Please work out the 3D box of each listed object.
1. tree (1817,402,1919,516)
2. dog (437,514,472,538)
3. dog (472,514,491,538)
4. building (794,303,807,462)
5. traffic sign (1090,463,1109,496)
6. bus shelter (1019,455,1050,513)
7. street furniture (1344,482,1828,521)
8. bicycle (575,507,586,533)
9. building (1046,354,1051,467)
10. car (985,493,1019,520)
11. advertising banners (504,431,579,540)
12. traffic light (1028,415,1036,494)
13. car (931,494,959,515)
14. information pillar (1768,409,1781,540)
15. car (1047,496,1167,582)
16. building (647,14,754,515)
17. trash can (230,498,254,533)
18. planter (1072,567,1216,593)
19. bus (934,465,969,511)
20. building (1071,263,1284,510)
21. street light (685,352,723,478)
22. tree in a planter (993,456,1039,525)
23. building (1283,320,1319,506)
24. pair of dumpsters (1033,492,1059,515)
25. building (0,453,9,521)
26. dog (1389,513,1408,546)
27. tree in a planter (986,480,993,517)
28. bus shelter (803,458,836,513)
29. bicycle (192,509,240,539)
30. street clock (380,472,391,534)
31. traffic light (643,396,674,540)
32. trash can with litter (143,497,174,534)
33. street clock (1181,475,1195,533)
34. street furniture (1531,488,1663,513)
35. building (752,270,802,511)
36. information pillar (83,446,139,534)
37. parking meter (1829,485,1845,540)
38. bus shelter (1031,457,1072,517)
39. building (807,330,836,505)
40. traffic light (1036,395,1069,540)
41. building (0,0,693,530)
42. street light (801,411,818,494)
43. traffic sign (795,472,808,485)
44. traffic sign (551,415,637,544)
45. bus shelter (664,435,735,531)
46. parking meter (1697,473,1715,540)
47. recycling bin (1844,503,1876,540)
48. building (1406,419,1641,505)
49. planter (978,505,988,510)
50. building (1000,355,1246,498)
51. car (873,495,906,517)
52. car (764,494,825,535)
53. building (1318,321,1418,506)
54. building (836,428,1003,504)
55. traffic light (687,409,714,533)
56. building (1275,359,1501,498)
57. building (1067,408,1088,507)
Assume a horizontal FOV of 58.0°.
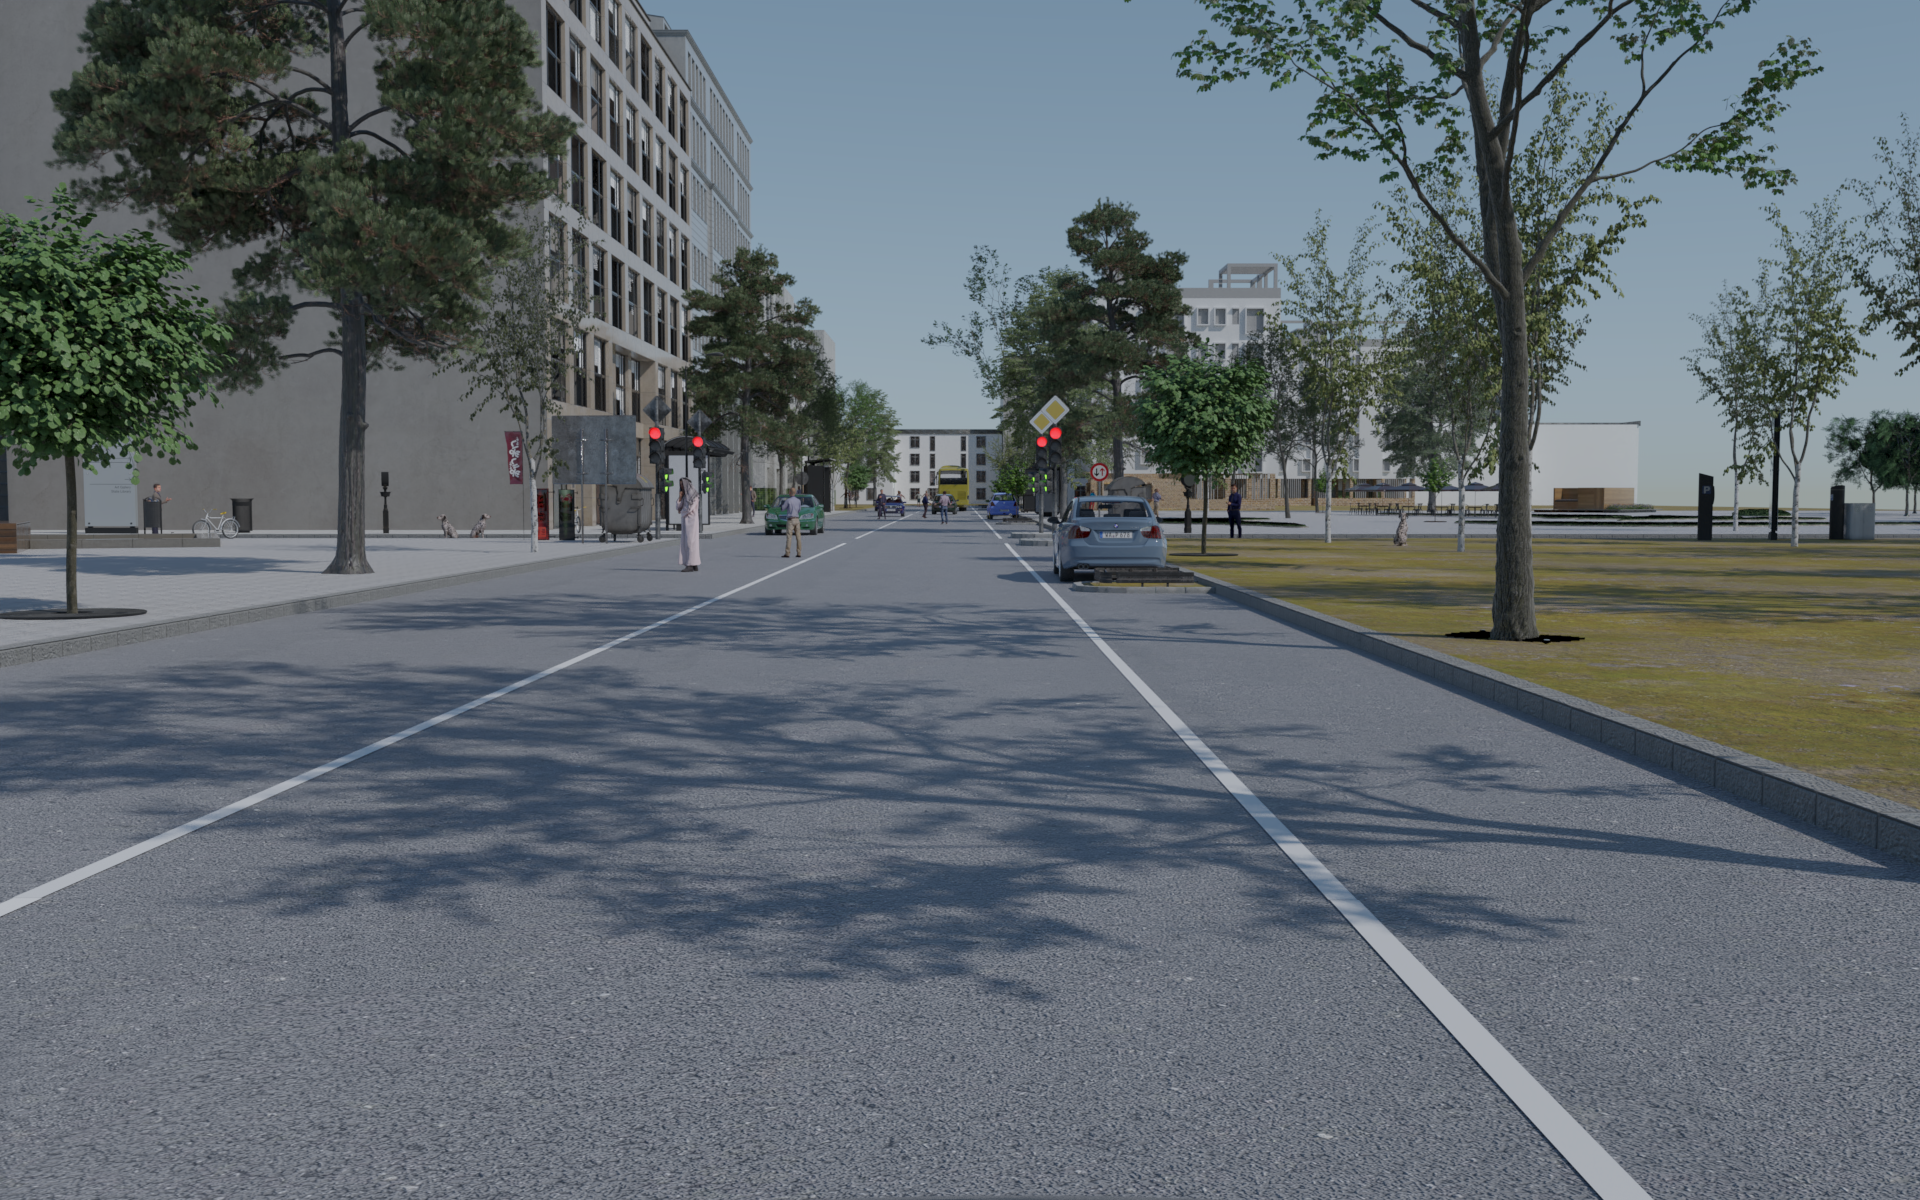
[{"bbox_3d":[58.803,-8.783,106.508,11.467,7.101,20.602,1,4,9],"label":"tree"},{"bbox_3d":[-15.322,-2.171,52.329,0.800,0.831,0.513,0,4,7],"label":"dog"},{"bbox_3d":[-15.184,-2.297,54.388,0.800,0.831,0.513,2,4,35],"label":"dog"},{"bbox_3d":[-22.886,-19.137,169.308,16.016,20.091,11.380,0,3,0],"label":"building"},{"bbox_3d":[5.648,-4.288,70.207,0.768,2.556,0.104,0,4,4],"label":"traffic sign"},{"bbox_3d":[5.114,-8.827,121.954,2.179,5.291,8.768,0,4,0],"label":"bus shelter"},{"bbox_3d":[33.031,-5.573,96.146,14.083,1.986,27.439,-1,4,-16],"label":"street furniture"},{"bbox_3d":[-12.656,-2.676,56.979,0.635,0.972,1.543,-2,4,-24],"label":"bicycle"},{"bbox_3d":[17.644,-20.869,197.630,16.016,20.091,11.380,0,3,0],"label":"building"},{"bbox_3d":[2.427,-5.439,98.519,1.945,1.707,3.694,0,4,-2],"label":"car"},{"bbox_3d":[-11.610,-3.169,48.005,2.074,3.025,0.090,0,4,7],"label":"advertising banners"},{"bbox_3d":[2.649,-4.131,56.778,0.839,4.213,0.868,0,3,0],"label":"traffic light"},{"bbox_3d":[-1.091,-6.882,122.315,2.009,1.686,4.222,0,4,2],"label":"car"},{"bbox_3d":[22.936,-3.514,48.765,0.184,3.620,1.656,1,4,23],"label":"information pillar"},{"bbox_3d":[2.512,-1.078,29.626,2.014,1.417,4.499,0,4,1],"label":"car"},{"bbox_3d":[-20.332,-20.314,109.620,11.434,29.767,29.804,0,3,0],"label":"building"},{"bbox_3d":[-23.737,-2.791,57.281,0.748,1.137,0.748,0,3,0],"label":"trash can"},{"bbox_3d":[2.698,-0.294,25.947,1.991,0.319,1.994,0,3,0],"label":"planter"},{"bbox_3d":[-0.710,-9.540,147.520,2.896,3.916,12.252,0,4,-2],"label":"bus"},{"bbox_3d":[18.030,-17.735,146.386,16.016,20.091,11.380,0,3,0],"label":"building"},{"bbox_3d":[-8.449,-5.160,56.911,1.470,5.913,1.316,0,3,0],"label":"street light"},{"bbox_3d":[2.669,-5.152,81.460,1.991,3.239,1.994,0,3,0],"label":"tree in a planter"},{"bbox_3d":[32.648,-20.703,194.914,11.380,20.091,16.016,0,3,0],"label":"building"},{"bbox_3d":[5.459,-6.454,108.021,1.574,2.255,4.436,0,3,0],"label":"pair of dumpsters"},{"bbox_3d":[-49.590,-13.779,67.084,24.055,21.916,13.314,0,3,0],"label":"building"},{"bbox_3d":[10.813,-1.743,42.881,0.800,0.831,0.513,-1,4,-19],"label":"dog"},{"bbox_3d":[2.655,-6.817,108.676,1.991,3.239,1.994,0,3,0],"label":"tree in a planter"},{"bbox_3d":[-9.381,-7.633,116.089,1.731,3.624,6.357,0,4,0],"label":"bus shelter"},{"bbox_3d":[-21.120,-2.202,49.219,0.635,0.972,1.543,2,4,33],"label":"bicycle"},{"bbox_3d":[-18.689,-3.166,56.339,0.358,2.002,0.471,-1,4,-20],"label":"street clock"},{"bbox_3d":[-8.507,-3.641,48.771,0.839,4.213,0.868,0,3,0],"label":"traffic light"},{"bbox_3d":[-23.010,-2.304,48.728,2.233,1.210,1.678,0,4,8],"label":"trash can with litter"},{"bbox_3d":[7.474,-3.192,56.762,0.471,2.002,0.358,-2,4,-24],"label":"street clock"},{"bbox_3d":[45.573,-6.992,121.168,11.010,1.723,9.812,-3,5,-45],"label":"street furniture"},{"bbox_3d":[-23.314,-17.212,147.869,16.747,18.905,31.486,0,3,0],"label":"building"},{"bbox_3d":[-27.507,-3.960,56.057,1.656,3.620,0.184,0,4,-1],"label":"information pillar"},{"bbox_3d":[24.677,-2.466,48.732,0.372,1.533,0.369,0,3,0],"label":"parking meter"},{"bbox_3d":[5.031,-6.240,95.940,2.014,3.302,5.546,0,3,0],"label":"bus shelter"},{"bbox_3d":[-30.341,-20.091,194.939,31.486,18.905,16.747,0,3,0],"label":"building"},{"bbox_3d":[2.654,-3.642,48.793,0.839,4.213,0.868,0,3,0],"label":"traffic light"},{"bbox_3d":[-24.250,-16.715,77.801,19.350,26.468,34.151,0,3,0],"label":"building"},{"bbox_3d":[-8.319,-7.619,97.109,1.470,5.913,1.316,0,3,0],"label":"street light"},{"bbox_3d":[-8.963,-5.991,98.060,0.768,2.556,0.104,0,4,3],"label":"traffic sign"},{"bbox_3d":[-9.462,-3.113,44.767,2.265,3.308,0.079,1,4,8],"label":"traffic sign"},{"bbox_3d":[-9.482,-4.202,62.626,2.014,3.302,5.546,0,4,0],"label":"bus shelter"},{"bbox_3d":[20.658,-2.584,47.951,0.399,1.863,0.255,1,4,15],"label":"parking meter"},{"bbox_3d":[25.274,-2.219,48.843,0.722,1.027,0.722,0,4,-2],"label":"recycling bin"},{"bbox_3d":[63.751,-15.707,198.949,28.070,9.664,9.099,0,3,0],"label":"building"},{"bbox_3d":[2.610,-10.085,186.026,1.991,0.319,1.994,0,3,0],"label":"planter"},{"bbox_3d":[21.263,-22.187,229.208,31.486,18.905,16.747,0,3,0],"label":"building"},{"bbox_3d":[-4.394,-6.010,110.836,1.945,1.354,3.894,0,4,-1],"label":"car"},{"bbox_3d":[-5.881,-3.065,61.903,2.131,1.459,4.920,0,4,0],"label":"car"},{"bbox_3d":[44.028,-20.731,195.363,11.380,20.091,16.016,0,3,0],"label":"building"},{"bbox_3d":[-8.511,-17.275,224.590,28.070,9.664,9.099,0,3,0],"label":"building"},{"bbox_3d":[-8.512,-4.129,56.756,0.839,4.213,0.868,0,3,0],"label":"traffic light"},{"bbox_3d":[53.325,-22.175,229.013,31.486,18.905,16.747,0,3,0],"label":"building"},{"bbox_3d":[13.994,-13.728,166.598,9.099,9.664,28.070,0,3,0],"label":"building"}]
